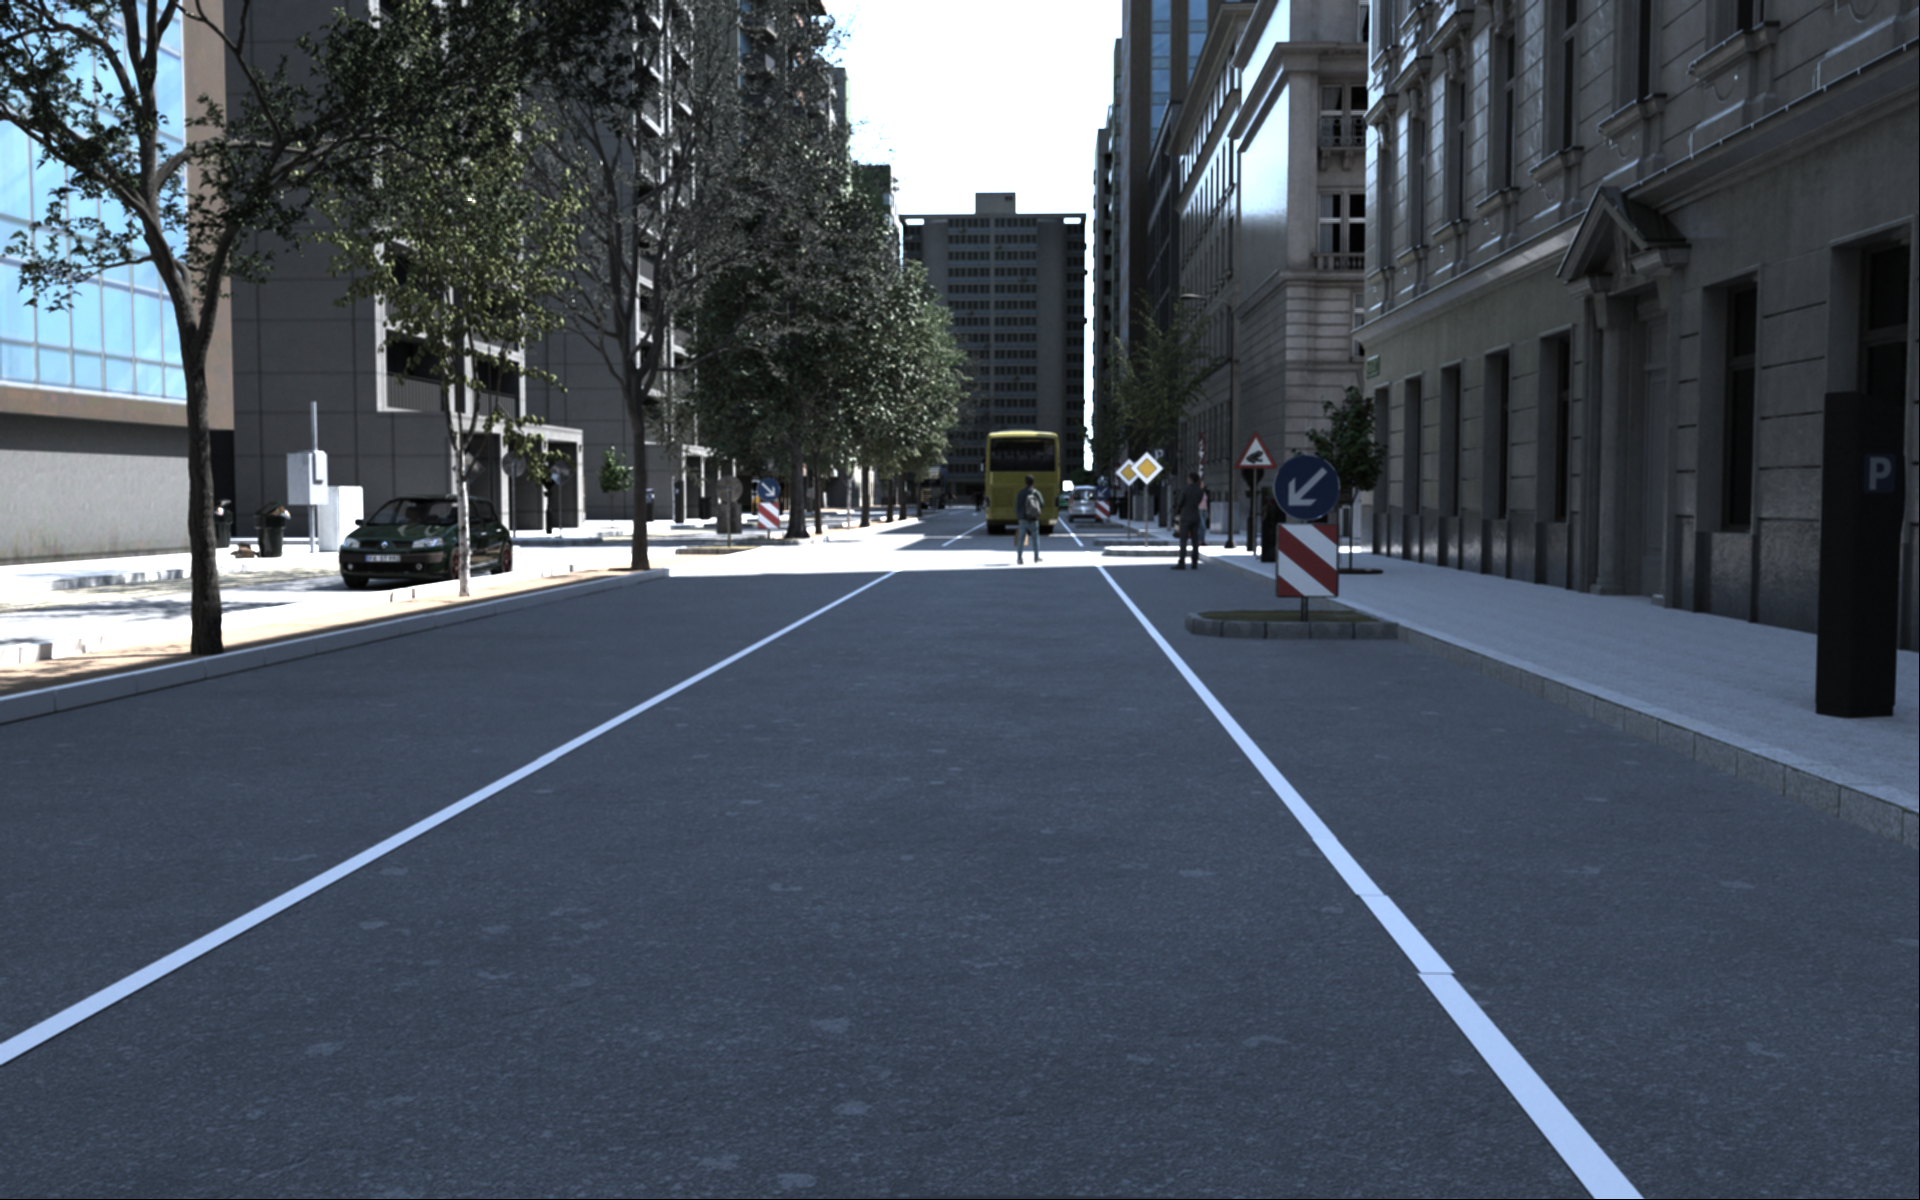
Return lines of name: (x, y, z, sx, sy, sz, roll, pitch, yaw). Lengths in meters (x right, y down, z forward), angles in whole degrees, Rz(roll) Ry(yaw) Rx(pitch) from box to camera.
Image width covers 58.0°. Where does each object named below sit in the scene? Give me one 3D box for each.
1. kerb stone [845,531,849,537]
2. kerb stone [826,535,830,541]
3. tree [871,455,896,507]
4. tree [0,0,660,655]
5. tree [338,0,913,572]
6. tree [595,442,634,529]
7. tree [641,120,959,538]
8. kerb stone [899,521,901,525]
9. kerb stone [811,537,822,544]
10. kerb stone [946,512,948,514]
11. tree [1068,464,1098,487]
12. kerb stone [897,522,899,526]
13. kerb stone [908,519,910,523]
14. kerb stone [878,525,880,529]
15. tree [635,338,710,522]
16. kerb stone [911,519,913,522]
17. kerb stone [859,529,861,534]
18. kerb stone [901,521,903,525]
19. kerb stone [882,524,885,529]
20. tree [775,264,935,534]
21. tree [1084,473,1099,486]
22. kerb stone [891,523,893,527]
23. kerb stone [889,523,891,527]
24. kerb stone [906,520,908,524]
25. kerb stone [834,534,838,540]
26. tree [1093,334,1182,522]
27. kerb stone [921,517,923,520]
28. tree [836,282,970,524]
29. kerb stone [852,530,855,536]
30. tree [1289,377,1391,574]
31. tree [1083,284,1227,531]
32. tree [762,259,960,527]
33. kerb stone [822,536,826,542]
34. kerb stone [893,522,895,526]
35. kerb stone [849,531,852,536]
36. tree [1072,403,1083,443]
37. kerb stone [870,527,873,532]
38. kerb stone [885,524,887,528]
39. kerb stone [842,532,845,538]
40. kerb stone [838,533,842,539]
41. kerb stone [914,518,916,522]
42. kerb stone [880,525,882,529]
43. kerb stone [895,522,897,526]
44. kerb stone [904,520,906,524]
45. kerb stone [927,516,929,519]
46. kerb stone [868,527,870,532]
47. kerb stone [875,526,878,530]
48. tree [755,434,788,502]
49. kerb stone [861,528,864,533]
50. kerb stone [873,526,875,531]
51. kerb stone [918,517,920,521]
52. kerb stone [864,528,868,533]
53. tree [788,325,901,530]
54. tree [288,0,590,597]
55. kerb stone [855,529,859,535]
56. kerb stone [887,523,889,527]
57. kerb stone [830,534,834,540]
kerb stone: (-3.882, -2.154, 57.455, 0.120, 0.150, 1.000, 0, 4, 3)
kerb stone: (-4.120, -1.843, 52.328, 0.120, 0.150, 1.000, 0, 4, 3)
tree: (-7.567, -13.646, 173.472, 4.737, 8.622, 4.395, 0, 3, 0)
tree: (-6.674, -4.807, 15.470, 8.767, 10.594, 7.601, 0, 4, 3)
tree: (-5.944, -7.276, 31.783, 12.009, 13.543, 11.850, 0, 3, 0)
tree: (-12.949, -4.262, 64.279, 1.663, 3.219, 1.824, 0, 3, 0)
tree: (-4.949, -8.134, 52.461, 9.611, 12.733, 9.660, 0, 3, 0)
kerb stone: (-2.900, -3.473, 78.973, 0.120, 0.150, 1.000, 0, 4, 3)
kerb stone: (-4.201, -1.717, 50.282, 0.120, 0.150, 1.000, 0, 4, 3)
kerb stone: (-1.088, -5.918, 118.958, 0.120, 0.150, 1.000, 0, 4, 3)
tree: (14.270, -13.270, 200.683, 4.285, 4.588, 4.351, 0, 3, 0)
kerb stone: (-2.948, -3.410, 77.952, 0.120, 0.150, 1.000, 0, 4, 3)
kerb stone: (-2.670, -3.786, 84.096, 0.120, 0.150, 1.000, 0, 4, 3)
kerb stone: (-3.380, -2.847, 68.741, 0.120, 0.150, 1.000, 0, 4, 3)
tree: (-13.072, -7.875, 79.117, 4.360, 8.622, 3.978, 0, 3, 0)
kerb stone: (-2.582, -3.911, 86.148, 0.120, 0.150, 1.000, 0, 4, 3)
kerb stone: (-3.702, -2.407, 61.555, 0.120, 0.150, 1.000, 0, 4, 3)
kerb stone: (-2.870, -3.536, 80.003, 0.120, 0.150, 1.000, 0, 4, 3)
kerb stone: (-3.277, -2.972, 70.795, 0.120, 0.150, 1.000, 0, 4, 3)
tree: (-4.949, -7.606, 61.225, 8.767, 10.594, 7.601, 0, 4, 3)
tree: (11.561, -9.387, 148.079, 1.663, 3.219, 1.824, 0, 3, 0)
kerb stone: (-3.099, -3.222, 74.889, 0.120, 0.150, 1.000, 0, 4, 3)
kerb stone: (-3.142, -3.160, 73.868, 0.120, 0.150, 1.000, 0, 4, 3)
kerb stone: (-2.725, -3.721, 83.075, 0.120, 0.150, 1.000, 0, 4, 3)
kerb stone: (-4.026, -1.967, 54.387, 0.120, 0.150, 1.000, 0, 4, 3)
tree: (8.193, -7.844, 78.610, 4.360, 8.622, 3.978, 0, 3, 0)
kerb stone: (-2.249, -4.351, 93.326, 0.120, 0.150, 1.000, 0, 4, 3)
tree: (-3.307, -9.514, 83.768, 9.928, 11.665, 9.643, 0, 3, 0)
kerb stone: (-3.793, -2.282, 59.508, 0.120, 0.150, 1.000, 0, 4, 3)
tree: (6.468, -2.058, 28.250, 1.663, 3.219, 1.824, 0, 3, 0)
tree: (7.067, -6.721, 60.249, 4.737, 8.622, 4.395, 0, 3, 0)
tree: (-4.160, -9.410, 74.439, 7.486, 12.596, 7.792, 0, 3, 0)
kerb stone: (-4.169, -1.780, 51.305, 0.120, 0.150, 1.000, 0, 4, 3)
kerb stone: (-3.049, -3.283, 75.910, 0.120, 0.150, 1.000, 0, 4, 3)
kerb stone: (-3.842, -2.219, 58.481, 0.120, 0.150, 1.000, 0, 4, 3)
tree: (9.343, -9.678, 108.598, 4.737, 8.622, 4.395, 0, 3, 0)
kerb stone: (-3.505, -2.659, 65.670, 0.120, 0.150, 1.000, 0, 4, 3)
kerb stone: (-3.237, -3.032, 71.823, 0.120, 0.150, 1.000, 0, 4, 3)
kerb stone: (-3.930, -2.085, 56.434, 0.120, 0.150, 1.000, 0, 4, 3)
kerb stone: (-3.980, -2.032, 55.413, 0.120, 0.150, 1.000, 0, 4, 3)
kerb stone: (-2.488, -4.037, 88.204, 0.120, 0.150, 1.000, 0, 4, 3)
kerb stone: (-3.329, -2.910, 69.767, 0.120, 0.150, 1.000, 0, 4, 3)
kerb stone: (-2.999, -3.348, 76.931, 0.120, 0.150, 1.000, 0, 4, 3)
kerb stone: (-2.769, -3.661, 82.053, 0.120, 0.150, 1.000, 0, 4, 3)
kerb stone: (-2.021, -4.665, 98.467, 0.120, 0.150, 1.000, 0, 4, 3)
kerb stone: (-3.556, -2.596, 64.647, 0.120, 0.150, 1.000, 0, 4, 3)
kerb stone: (-3.414, -2.781, 67.720, 0.120, 0.150, 1.000, 0, 4, 3)
tree: (-11.805, -9.797, 110.541, 4.360, 8.622, 3.978, 0, 3, 0)
kerb stone: (-3.656, -2.471, 62.589, 0.120, 0.150, 1.000, 0, 4, 3)
kerb stone: (-3.466, -2.722, 66.693, 0.120, 0.150, 1.000, 0, 4, 3)
kerb stone: (-2.344, -4.225, 91.279, 0.120, 0.150, 1.000, 0, 4, 3)
kerb stone: (-3.600, -2.534, 63.625, 0.120, 0.150, 1.000, 0, 4, 3)
tree: (-4.403, -7.074, 68.484, 4.360, 8.622, 3.978, 0, 3, 0)
tree: (-6.835, -4.323, 23.506, 4.737, 8.622, 4.395, 0, 3, 0)
kerb stone: (-3.747, -2.342, 60.534, 0.120, 0.150, 1.000, 0, 4, 3)
kerb stone: (-3.187, -3.090, 72.844, 0.120, 0.150, 1.000, 0, 4, 3)
kerb stone: (-4.074, -1.901, 53.363, 0.120, 0.150, 1.000, 0, 4, 3)
